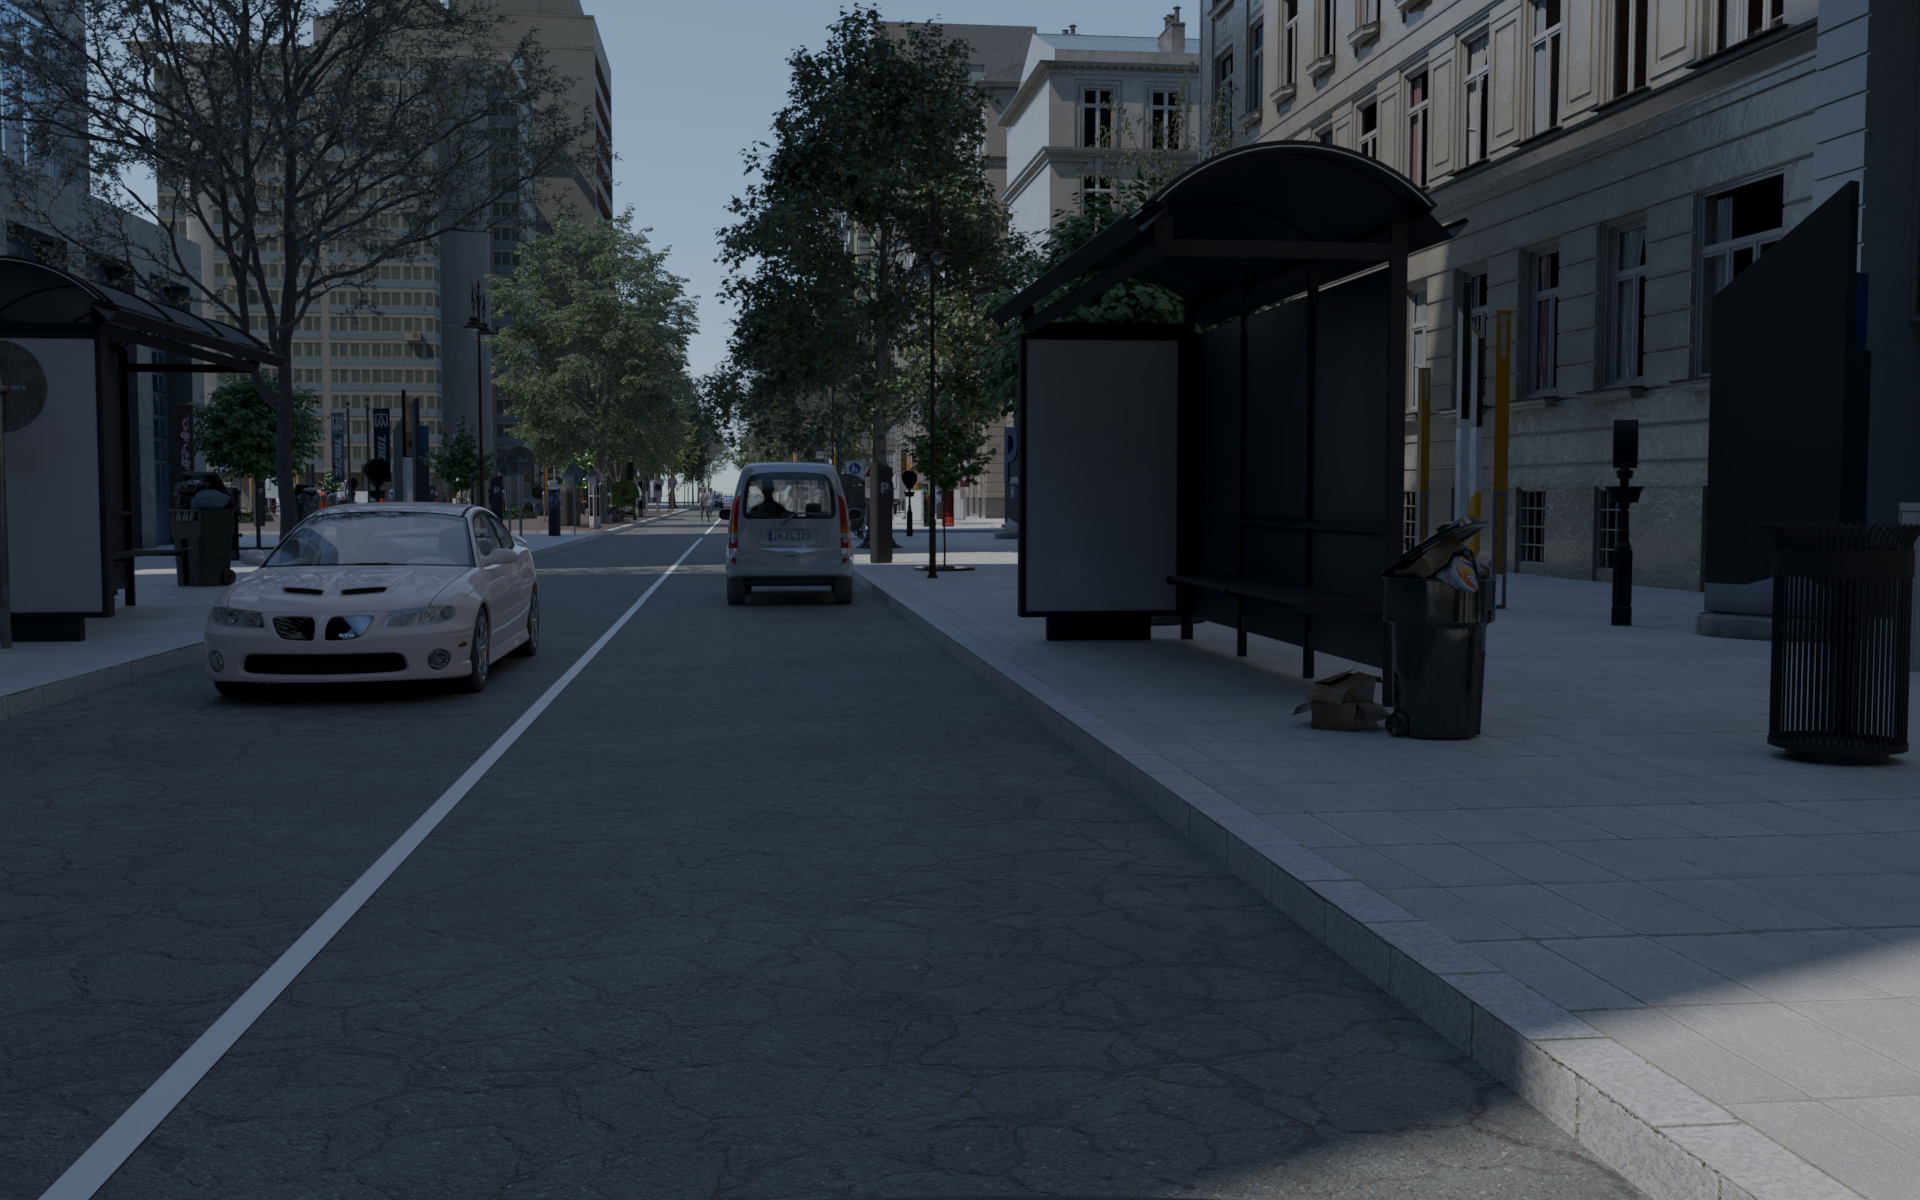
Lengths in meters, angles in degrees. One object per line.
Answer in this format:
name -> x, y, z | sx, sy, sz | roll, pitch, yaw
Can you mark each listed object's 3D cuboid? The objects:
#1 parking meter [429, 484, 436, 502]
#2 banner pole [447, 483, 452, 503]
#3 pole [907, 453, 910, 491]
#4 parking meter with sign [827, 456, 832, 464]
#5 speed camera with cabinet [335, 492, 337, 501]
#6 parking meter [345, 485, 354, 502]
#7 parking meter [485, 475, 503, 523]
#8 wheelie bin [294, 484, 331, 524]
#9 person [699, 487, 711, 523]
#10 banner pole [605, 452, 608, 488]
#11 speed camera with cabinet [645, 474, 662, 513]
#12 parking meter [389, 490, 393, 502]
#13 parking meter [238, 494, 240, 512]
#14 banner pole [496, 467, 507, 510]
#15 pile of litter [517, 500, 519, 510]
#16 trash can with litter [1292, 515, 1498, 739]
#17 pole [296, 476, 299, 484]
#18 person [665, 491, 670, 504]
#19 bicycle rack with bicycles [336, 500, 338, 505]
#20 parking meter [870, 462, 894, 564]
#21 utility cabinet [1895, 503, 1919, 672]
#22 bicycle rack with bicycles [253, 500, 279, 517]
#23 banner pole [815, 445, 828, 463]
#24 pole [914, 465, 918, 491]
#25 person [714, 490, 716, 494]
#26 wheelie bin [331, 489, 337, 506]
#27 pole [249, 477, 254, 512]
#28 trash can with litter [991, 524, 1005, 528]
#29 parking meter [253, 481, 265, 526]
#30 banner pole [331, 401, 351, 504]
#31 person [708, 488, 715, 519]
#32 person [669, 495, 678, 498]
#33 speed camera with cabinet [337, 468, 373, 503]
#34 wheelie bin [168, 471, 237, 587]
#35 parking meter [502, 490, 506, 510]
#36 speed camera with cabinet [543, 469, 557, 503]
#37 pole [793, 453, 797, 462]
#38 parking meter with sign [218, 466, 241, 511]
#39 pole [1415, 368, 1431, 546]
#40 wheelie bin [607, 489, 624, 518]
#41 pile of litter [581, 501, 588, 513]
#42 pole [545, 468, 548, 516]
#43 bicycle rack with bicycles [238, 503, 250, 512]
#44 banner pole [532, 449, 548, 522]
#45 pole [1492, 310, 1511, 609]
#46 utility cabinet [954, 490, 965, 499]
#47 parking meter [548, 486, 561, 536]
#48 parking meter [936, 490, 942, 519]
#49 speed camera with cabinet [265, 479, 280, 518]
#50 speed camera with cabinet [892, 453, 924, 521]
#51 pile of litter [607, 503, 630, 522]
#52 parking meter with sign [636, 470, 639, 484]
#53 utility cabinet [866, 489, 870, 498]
parking meter -> -30.738, -5.814, 100.766 | 0.399, 1.863, 0.255 | -2, 4, -30
banner pole -> -37.321, -8.381, 127.043 | 0.863, 3.779, 0.401 | -2, 4, -30
pole -> -2.540, -5.599, 85.385 | 0.158, 3.312, 0.155 | 0, 3, 0
parking meter with sign -> -5.895, -5.123, 80.025 | 0.543, 3.016, 1.738 | 0, 4, -7
speed camera with cabinet -> -44.240, -7.894, 123.396 | 0.660, 3.252, 2.038 | -3, 5, -39
parking meter -> -32.191, -5.235, 91.296 | 0.399, 1.863, 0.255 | 1, 4, 15
parking meter -> -14.187, -2.886, 52.898 | 0.399, 1.863, 0.255 | -2, 4, -27
wheelie bin -> -19.597, -2.694, 51.947 | 0.693, 1.594, 0.980 | 2, 4, 31
person -> -12.524, -4.688, 85.329 | 0.709, 1.800, 0.728 | 2, 4, 32
banner pole -> -17.990, -5.960, 87.467 | 0.401, 3.779, 0.863 | 1, 4, 21
speed camera with cabinet -> -21.444, -7.604, 118.654 | 2.038, 3.252, 0.660 | -2, 4, -33
parking meter -> -38.147, -6.606, 116.415 | 0.372, 1.533, 0.369 | 0, 3, 0
parking meter -> -48.701, -6.624, 116.715 | 0.372, 1.533, 0.369 | 0, 3, 0
banner pole -> -29.868, -7.523, 113.021 | 0.863, 3.779, 0.401 | -2, 4, -31
pile of litter -> -31.017, -6.678, 123.150 | 1.176, 0.858, 1.719 | -2, 4, -28
trash can with litter -> 2.307, 0.130, 9.264 | 1.055, 1.170, 0.624 | 2, 4, 33
pole -> -47.754, -8.017, 124.920 | 0.158, 3.312, 0.155 | 0, 3, 0
person -> -36.385, -12.758, 217.237 | 1.348, 1.807, 0.705 | 2, 4, 24
bicycle rack with bicycles -> -37.521, -5.562, 104.328 | 2.925, 0.926, 2.852 | 2, 4, 26
parking meter -> -1.449, -1.614, 32.105 | 0.399, 1.863, 0.255 | -2, 4, -32
utility cabinet -> 7.296, -0.076, 12.397 | 1.020, 1.237, 0.306 | 2, 4, 34
bicycle rack with bicycles -> -38.956, -5.277, 99.658 | 2.925, 0.926, 2.852 | -1, 4, -16
banner pole -> -6.699, -5.795, 84.758 | 0.863, 3.779, 0.401 | -2, 4, -26
pole -> -2.305, -5.929, 90.785 | 0.158, 3.312, 0.155 | 0, 3, 0
person -> -26.276, -10.851, 185.916 | 0.705, 1.824, 1.348 | 0, 4, 4
wheelie bin -> -36.784, -5.694, 101.011 | 0.980, 1.594, 0.693 | 0, 4, 8
pole -> -43.330, -6.851, 105.856 | 0.158, 3.312, 0.155 | 0, 3, 0
trash can with litter -> 2.176, -3.351, 65.843 | 2.233, 1.210, 1.678 | 3, 5, 42
parking meter -> -27.917, -3.872, 69.019 | 0.255, 1.863, 0.399 | 3, 5, 40
banner pole -> -16.652, -3.469, 46.728 | 0.863, 3.779, 0.401 | 2, 4, 26
person -> -14.135, -5.477, 98.312 | 0.793, 1.790, 0.793 | -2, 4, -27
person -> -35.718, -12.622, 215.654 | 1.217, 1.735, 0.721 | 0, 4, -2
speed camera with cabinet -> -39.747, -7.318, 113.993 | 2.038, 3.252, 0.660 | 0, 4, 7
wheelie bin -> -10.561, -0.994, 24.166 | 0.980, 1.594, 0.693 | 1, 4, 23
parking meter -> -32.286, -6.969, 122.359 | 0.372, 1.533, 0.369 | 0, 3, 0
speed camera with cabinet -> -27.494, -7.447, 116.094 | 0.660, 3.252, 2.038 | -2, 4, -25
pole -> -8.019, -5.537, 84.381 | 0.158, 3.312, 0.155 | 0, 3, 0
parking meter with sign -> -47.296, -7.083, 112.067 | 1.738, 3.016, 0.543 | 1, 4, 13
pole -> 7.499, -2.092, 28.054 | 0.158, 3.312, 0.155 | 0, 3, 0
wheelie bin -> -17.741, -4.980, 89.332 | 0.980, 1.594, 0.693 | -1, 4, -23
pile of litter -> -25.740, -6.330, 117.462 | 1.176, 0.858, 1.719 | -1, 4, -22
pole -> -23.836, -6.481, 99.809 | 0.158, 3.312, 0.155 | 0, 3, 0
bicycle rack with bicycles -> -50.086, -6.801, 124.580 | 2.852, 0.926, 2.925 | -2, 4, -29
banner pole -> -19.440, -5.511, 80.121 | 0.863, 3.779, 0.401 | -3, 5, -44
pole -> 6.040, -1.559, 19.331 | 0.158, 3.312, 0.155 | 0, 3, 0
utility cabinet -> -0.156, -4.971, 89.955 | 0.318, 1.500, 1.173 | -2, 4, -33
parking meter -> -12.423, -2.728, 53.018 | 0.372, 1.533, 0.369 | 0, 3, 0
parking meter -> -1.023, -4.873, 88.080 | 0.372, 1.533, 0.369 | 0, 3, 0
speed camera with cabinet -> -40.942, -6.719, 104.190 | 2.038, 3.252, 0.660 | 3, 4, 36
speed camera with cabinet -> -2.471, -5.431, 83.126 | 2.038, 3.252, 0.660 | 3, 4, 36
pile of litter -> -15.772, -4.017, 79.650 | 1.176, 0.858, 1.719 | -1, 4, -18
parking meter with sign -> -23.082, -7.779, 123.448 | 0.543, 3.016, 1.738 | 1, 4, 12
utility cabinet -> -3.900, -3.781, 70.491 | 0.318, 1.500, 1.173 | 3, 4, 39
